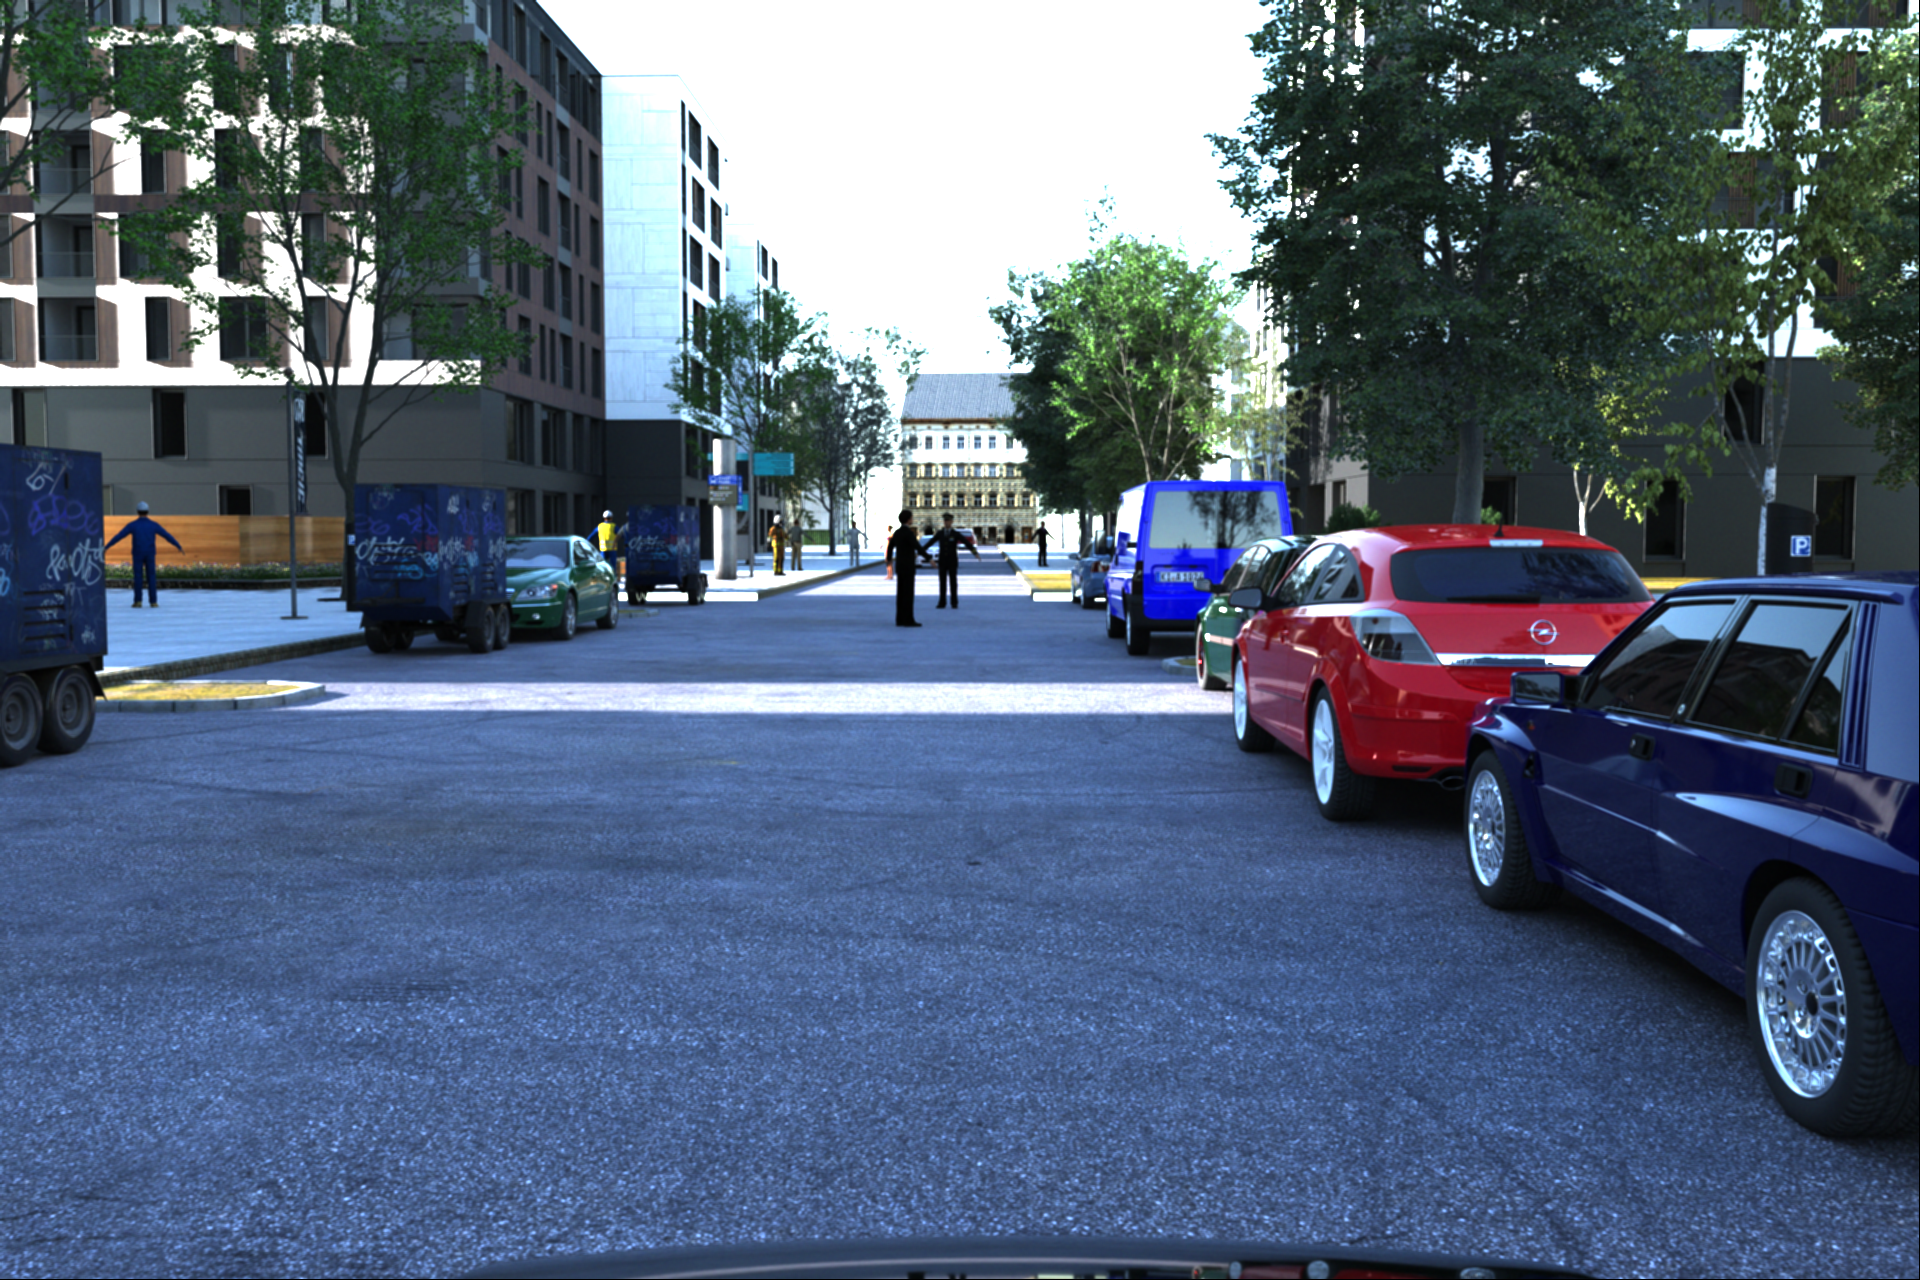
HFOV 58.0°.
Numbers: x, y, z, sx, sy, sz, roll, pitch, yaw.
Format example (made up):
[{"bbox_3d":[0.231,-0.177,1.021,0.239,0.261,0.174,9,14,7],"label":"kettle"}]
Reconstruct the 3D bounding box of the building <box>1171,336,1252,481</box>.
[{"bbox_3d":[25.201,-18.838,164.425,16.016,20.090,11.380,0,4,1],"label":"building"}]

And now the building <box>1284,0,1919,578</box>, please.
[{"bbox_3d":[26.049,-13.583,66.064,27.936,21.610,32.646,0,4,1],"label":"building"}]

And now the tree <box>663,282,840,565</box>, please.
[{"bbox_3d":[-8.503,-8.886,71.034,9.928,11.665,9.643,0,3,0],"label":"tree"}]

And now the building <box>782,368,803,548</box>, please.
[{"bbox_3d":[-25.423,-20.601,167.752,19.493,23.208,18.063,0,3,0],"label":"building"}]

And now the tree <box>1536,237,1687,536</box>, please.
[{"bbox_3d":[15.010,-5.563,41.311,4.737,8.622,4.395,0,3,0],"label":"tree"}]

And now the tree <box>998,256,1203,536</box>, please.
[{"bbox_3d":[6.557,-10.466,77.777,9.857,13.997,8.962,0,3,0],"label":"tree"}]

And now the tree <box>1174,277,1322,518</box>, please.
[{"bbox_3d":[8.640,-6.057,49.400,4.360,8.622,3.978,0,3,0],"label":"tree"}]

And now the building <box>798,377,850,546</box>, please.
[{"bbox_3d":[-22.431,-20.684,204.641,16.747,18.905,31.486,0,3,0],"label":"building"}]

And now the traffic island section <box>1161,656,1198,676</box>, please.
[{"bbox_3d":[3.150,0.284,18.217,1.991,0.108,1.994,0,4,1],"label":"traffic island section"}]

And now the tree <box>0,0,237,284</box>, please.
[{"bbox_3d":[-12.686,-5.811,20.765,9.928,11.665,9.643,0,3,0],"label":"tree"}]

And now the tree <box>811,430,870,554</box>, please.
[{"bbox_3d":[-8.296,-9.980,113.539,4.360,8.622,3.978,0,3,0],"label":"tree"}]

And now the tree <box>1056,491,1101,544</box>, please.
[{"bbox_3d":[16.115,-18.146,231.103,7.601,10.594,8.767,0,4,7],"label":"tree"}]

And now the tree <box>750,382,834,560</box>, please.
[{"bbox_3d":[-8.710,-8.198,84.396,4.360,8.622,3.978,0,3,0],"label":"tree"}]

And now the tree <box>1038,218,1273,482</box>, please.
[{"bbox_3d":[6.656,-8.120,58.521,9.928,11.665,9.643,0,3,0],"label":"tree"}]

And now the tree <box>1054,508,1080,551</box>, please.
[{"bbox_3d":[7.970,-10.935,129.147,4.737,8.622,4.395,0,3,0],"label":"tree"}]

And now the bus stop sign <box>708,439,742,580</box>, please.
[{"bbox_3d":[-6.555,-3.631,48.386,0.837,3.901,0.837,0,4,1],"label":"bus stop sign"}]

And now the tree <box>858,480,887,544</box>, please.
[{"bbox_3d":[-11.217,-17.328,233.673,4.360,8.622,3.978,0,3,0],"label":"tree"}]

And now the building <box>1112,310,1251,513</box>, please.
[{"bbox_3d":[24.610,-21.136,176.494,19.493,23.208,18.063,0,4,1],"label":"building"}]

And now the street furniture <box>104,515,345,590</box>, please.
[{"bbox_3d":[-18.061,-2.182,42.538,11.010,1.723,9.812,1,4,17],"label":"street furniture"}]

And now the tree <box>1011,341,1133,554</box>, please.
[{"bbox_3d":[7.925,-12.509,111.170,9.857,13.997,8.962,0,3,0],"label":"tree"}]

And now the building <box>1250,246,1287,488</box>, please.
[{"bbox_3d":[27.316,-14.205,98.702,16.747,18.905,31.486,0,4,1],"label":"building"}]

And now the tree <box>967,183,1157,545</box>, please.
[{"bbox_3d":[6.777,-14.701,96.246,12.611,20.169,13.585,0,3,0],"label":"tree"}]

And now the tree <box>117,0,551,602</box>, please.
[{"bbox_3d":[-11.681,-6.546,32.778,9.928,11.665,9.643,0,3,0],"label":"tree"}]

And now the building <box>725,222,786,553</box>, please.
[{"bbox_3d":[-27.357,-16.402,112.146,27.936,21.610,32.646,0,4,2],"label":"building"}]

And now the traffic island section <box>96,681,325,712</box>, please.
[{"bbox_3d":[-6.639,0.486,14.921,1.991,0.108,1.994,0,4,1],"label":"traffic island section"}]

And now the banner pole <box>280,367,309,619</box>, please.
[{"bbox_3d":[-10.086,-2.223,26.363,0.401,3.779,0.863,0,4,0],"label":"banner pole"}]

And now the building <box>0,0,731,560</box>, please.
[{"bbox_3d":[-26.474,-14.166,75.589,27.936,21.610,32.646,0,4,2],"label":"building"}]

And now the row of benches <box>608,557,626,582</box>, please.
[{"bbox_3d":[-9.640,-1.900,46.530,1.422,0.672,4.104,2,4,26],"label":"row of benches"}]

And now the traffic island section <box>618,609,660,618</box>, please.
[{"bbox_3d":[-6.339,-0.454,30.297,1.991,0.108,1.994,0,4,1],"label":"traffic island section"}]

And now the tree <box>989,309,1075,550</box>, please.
[{"bbox_3d":[8.649,-17.586,143.413,12.611,20.169,13.585,0,3,0],"label":"tree"}]

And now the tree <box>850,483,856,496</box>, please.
[{"bbox_3d":[-19.257,-20.120,235.610,9.857,13.997,8.962,0,3,0],"label":"tree"}]

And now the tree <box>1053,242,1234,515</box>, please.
[{"bbox_3d":[7.214,-9.135,67.488,7.486,12.596,7.792,0,3,0],"label":"tree"}]

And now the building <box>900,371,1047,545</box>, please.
[{"bbox_3d":[2.199,-24.470,233.470,18.063,23.208,19.493,0,4,6],"label":"building"}]

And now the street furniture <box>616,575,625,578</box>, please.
[{"bbox_3d":[-13.140,-2.289,53.046,10.072,0.657,5.734,0,4,-7],"label":"street furniture"}]

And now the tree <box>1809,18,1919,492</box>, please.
[{"bbox_3d":[23.528,-8.028,37.908,9.857,13.997,8.962,0,3,0],"label":"tree"}]
